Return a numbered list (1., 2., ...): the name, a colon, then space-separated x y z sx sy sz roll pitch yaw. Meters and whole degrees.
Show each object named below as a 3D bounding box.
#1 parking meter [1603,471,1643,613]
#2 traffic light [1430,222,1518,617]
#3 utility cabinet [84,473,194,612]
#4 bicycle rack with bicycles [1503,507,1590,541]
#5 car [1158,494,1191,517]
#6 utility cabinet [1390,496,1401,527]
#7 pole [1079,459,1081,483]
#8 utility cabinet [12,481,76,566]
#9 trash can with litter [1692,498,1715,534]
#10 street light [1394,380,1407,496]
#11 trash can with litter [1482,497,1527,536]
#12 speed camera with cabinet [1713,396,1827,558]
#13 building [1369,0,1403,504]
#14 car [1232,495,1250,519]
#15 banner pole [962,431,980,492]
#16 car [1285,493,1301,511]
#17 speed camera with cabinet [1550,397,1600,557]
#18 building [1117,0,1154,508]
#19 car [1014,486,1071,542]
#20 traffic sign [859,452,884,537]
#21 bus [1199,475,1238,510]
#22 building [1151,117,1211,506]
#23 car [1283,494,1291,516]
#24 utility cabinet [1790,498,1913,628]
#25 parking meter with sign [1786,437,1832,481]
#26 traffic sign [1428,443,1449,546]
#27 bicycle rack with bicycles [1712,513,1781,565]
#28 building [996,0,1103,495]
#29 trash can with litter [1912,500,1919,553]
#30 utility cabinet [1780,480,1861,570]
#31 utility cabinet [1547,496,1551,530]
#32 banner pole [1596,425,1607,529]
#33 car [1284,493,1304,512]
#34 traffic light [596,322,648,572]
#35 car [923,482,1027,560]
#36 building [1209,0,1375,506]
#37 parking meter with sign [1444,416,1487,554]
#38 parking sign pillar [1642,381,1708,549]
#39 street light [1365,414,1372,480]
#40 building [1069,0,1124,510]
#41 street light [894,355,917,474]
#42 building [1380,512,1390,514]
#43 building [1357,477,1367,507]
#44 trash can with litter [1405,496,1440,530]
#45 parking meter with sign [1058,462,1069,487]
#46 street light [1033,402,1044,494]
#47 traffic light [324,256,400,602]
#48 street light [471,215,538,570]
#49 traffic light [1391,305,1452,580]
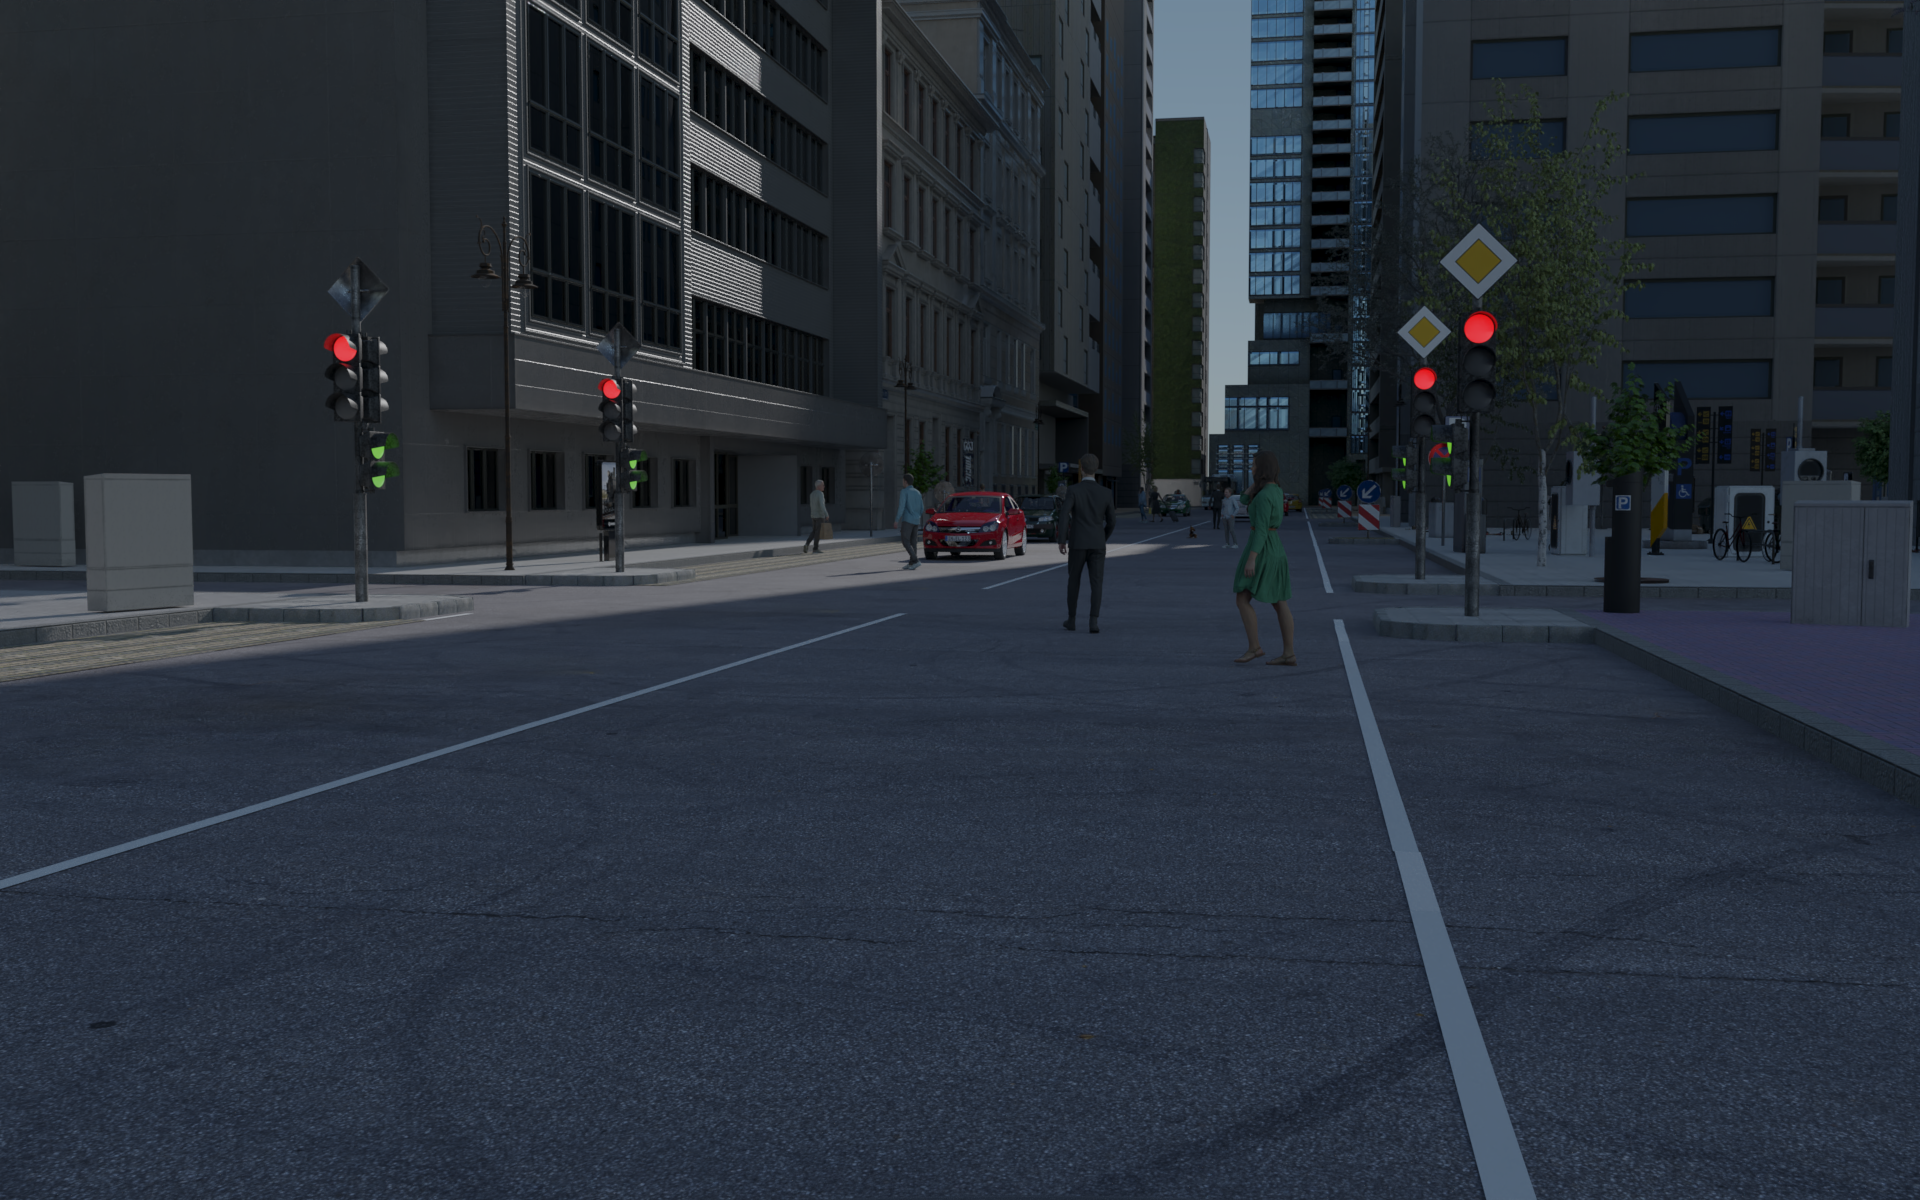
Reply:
1. parking meter: 7.183 -0.633 18.759 0.372 1.533 0.369 0 3 0
2. traffic light: 5.363 -1.785 18.101 0.839 4.253 0.868 1 4 11
3. utility cabinet: -9.075 -0.641 19.157 0.318 1.500 1.173 1 4 23
4. bicycle rack with bicycles: 16.274 -2.114 47.940 2.852 0.926 2.925 2 4 27
5. car: 13.838 -6.103 111.581 2.131 1.459 4.920 1 4 12
6. utility cabinet: 16.952 -3.440 67.407 0.306 1.237 1.020 0 4 7
7. pole: 7.025 -6.583 101.477 0.158 3.312 0.155 0 3 0
8. utility cabinet: -16.175 -1.340 30.592 1.173 1.500 0.318 1 4 23
9. trash can with litter: 23.800 -2.691 55.383 1.055 1.170 0.624 -2 4 -33
10. street light: 17.506 -5.887 69.042 0.468 5.910 1.993 1 4 11
11. trash can with litter: 16.549 -2.620 53.897 2.233 1.210 1.678 0 4 6
12. speed camera with cabinet: 16.367 -2.485 34.970 2.038 3.252 0.660 0 4 -3
13. building: 43.662 -31.326 135.878 21.300 48.544 21.600 1 4 11
14. car: 14.719 -4.762 90.228 2.083 1.381 4.827 1 4 11
15. banner pole: 0.489 -4.818 68.796 0.863 3.779 0.401 0 4 -3
16. car: 27.329 -8.269 144.244 2.155 1.783 4.494 1 4 10
17. speed camera with cabinet: 12.780 -2.547 35.987 0.660 3.252 2.038 0 4 7
18. building: 4.261 -38.278 167.849 28.212 58.520 21.231 1 4 11
19. car: 2.322 -2.633 52.835 2.009 1.686 4.222 1 4 12
20. traffic sign: -2.673 -3.177 52.048 0.768 2.556 0.104 1 4 13
21. bus: 23.708 -9.975 157.958 2.948 3.499 13.247 1 4 12
22. building: 20.395 -31.104 192.143 14.086 41.232 14.154 1 4 11
23. car: 20.754 -6.432 114.210 2.155 1.783 4.494 1 4 10
24. utility cabinet: 8.734 -0.356 16.978 1.020 1.237 0.306 2 4 33
25. parking meter with sign: 26.141 -3.456 52.774 1.738 3.016 0.543 0 4 8
26. traffic sign: 11.957 -2.611 42.801 0.768 2.556 0.104 1 4 15
27. bicycle rack with bicycles: 15.615 -1.150 32.177 2.852 0.926 2.925 0 4 6
28. building: -4.992 -32.343 118.051 28.713 52.752 27.495 1 4 11
29. trash can with litter: 20.999 -1.654 38.099 1.678 1.210 2.233 -2 4 -28
30. utility cabinet: 14.252 -1.224 28.698 0.318 1.500 1.173 -2 4 -34
31. utility cabinet: 21.138 -3.060 61.191 1.020 1.237 0.306 1 4 20
32. banner pole: 23.271 -4.470 63.102 0.863 3.779 0.401 -2 4 -33
33. car: 26.478 -7.842 138.433 2.015 1.641 3.980 1 4 10
34. traffic light: -5.575 -2.412 28.362 0.839 4.253 0.868 1 4 11
35. car: 0.372 -1.842 39.165 2.155 1.783 4.494 1 4 11
36. building: 43.968 -53.715 190.919 31.000 86.520 22.319 1 4 11
37. parking meter with sign: 11.147 -2.555 38.041 0.543 3.016 1.738 0 4 -2
38. parking sign pillar: 16.893 -3.201 40.810 1.447 3.967 1.447 0 4 8
39. street light: 23.144 -7.672 98.230 0.468 5.910 1.993 1 4 11
40. building: 5.329 -29.807 137.463 14.600 45.320 14.200 1 4 11
41. street light: -1.812 -5.200 57.806 0.468 5.910 1.993 1 4 11
42. building: 43.902 -25.704 112.134 32.217 40.220 23.993 1 4 11
43. building: 53.134 -28.476 157.466 32.217 40.220 23.993 1 4 11
44. trash can with litter: 16.894 -3.159 62.711 2.233 1.210 1.678 -2 4 -26
45. parking meter with sign: 5.551 -5.998 94.335 0.543 3.016 1.738 1 4 10
46. street light: 3.943 -6.986 87.016 0.468 5.910 1.993 1 4 11
47. traffic light: -7.114 -1.933 20.526 0.839 4.253 0.868 1 4 11
48. street light: -7.588 -3.438 29.005 0.468 5.910 1.993 1 4 11
49. traffic light: 6.902 -2.264 25.936 0.839 4.253 0.868 1 4 11
